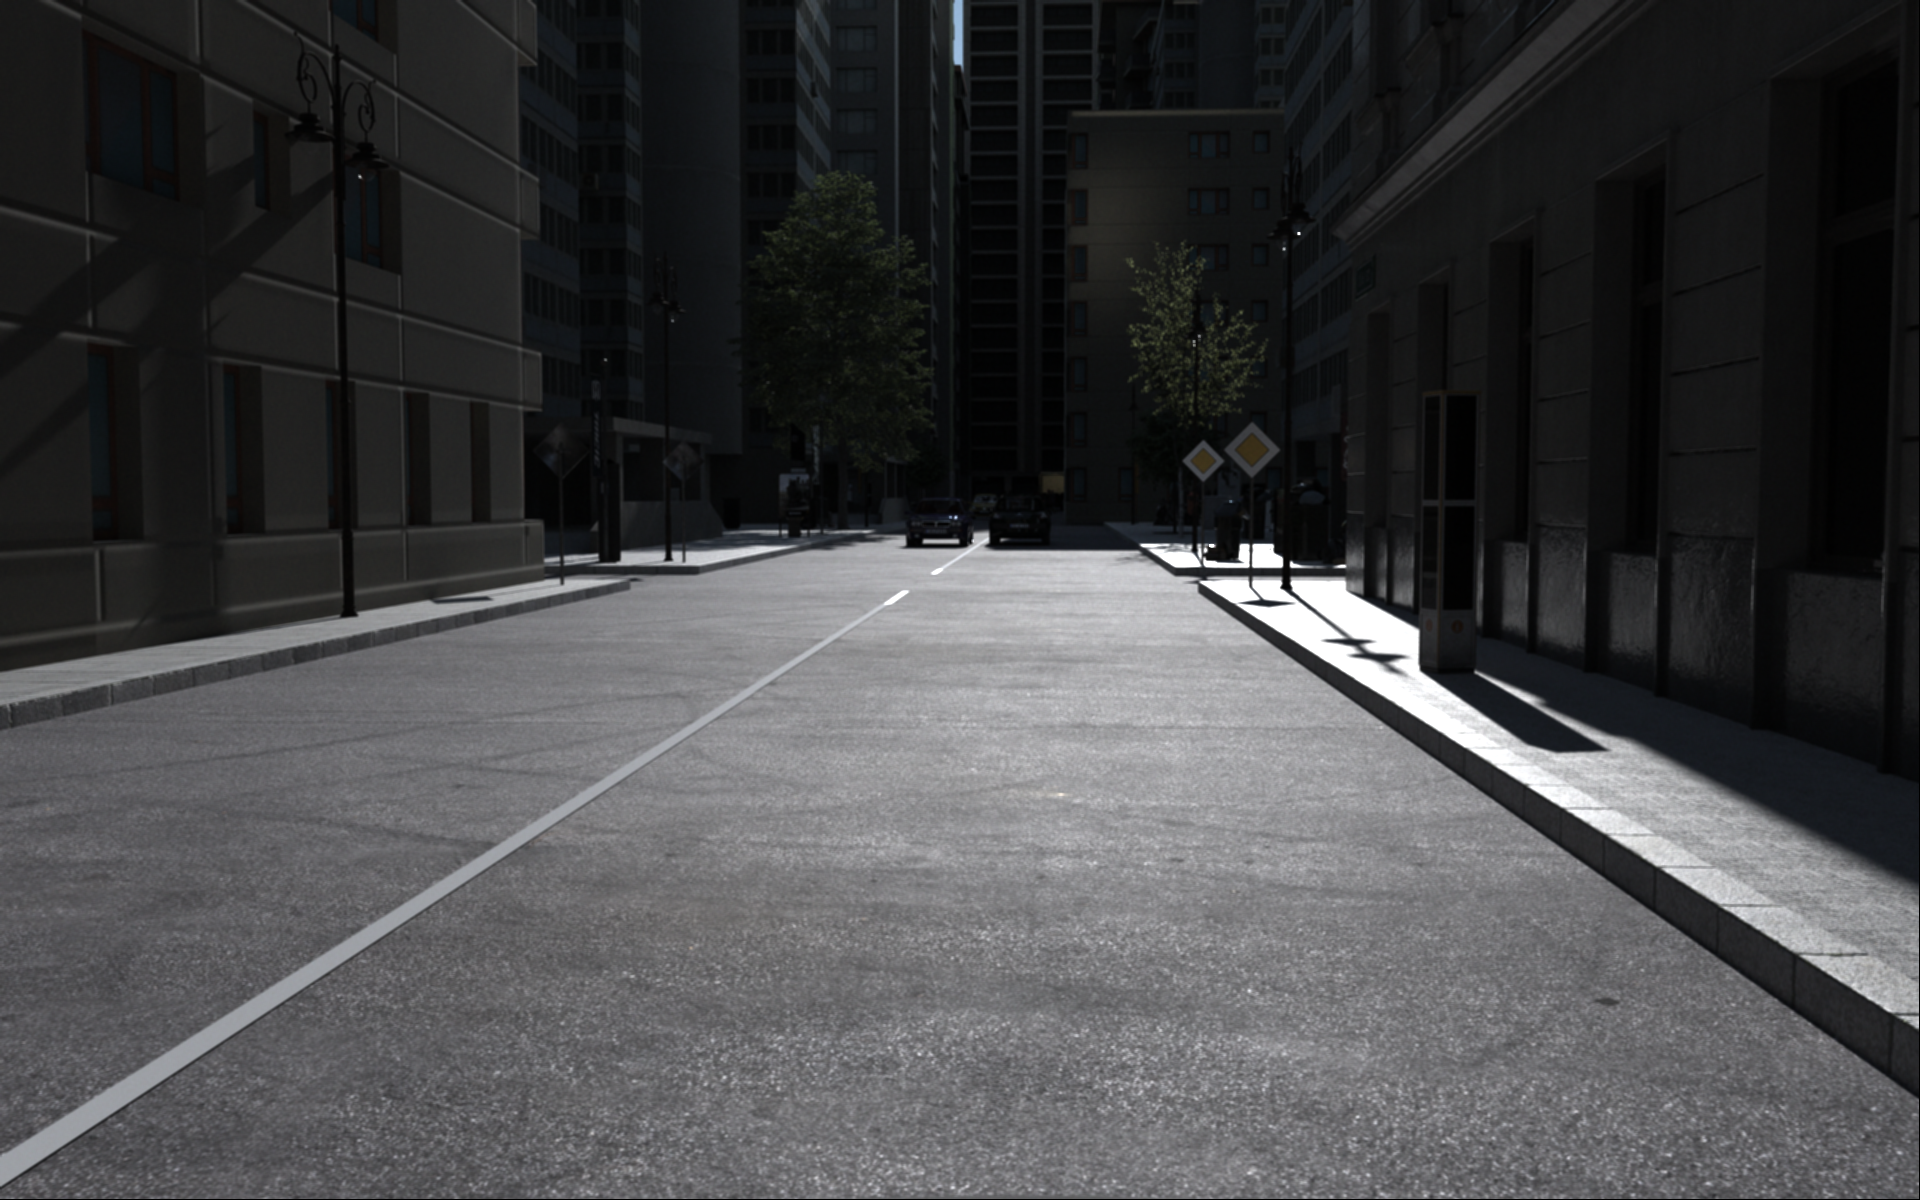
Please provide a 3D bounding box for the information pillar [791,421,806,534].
[{"bbox_3d":[-5.201,-3.926,55.549,0.504,3.616,0.183,1,4,16],"label":"information pillar"}]

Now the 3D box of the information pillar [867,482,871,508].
[{"bbox_3d":[-5.471,-6.129,104.708,0.304,2.012,0.304,0,4,-5],"label":"information pillar"}]

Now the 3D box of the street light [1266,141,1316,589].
[{"bbox_3d":[4.406,-3.084,23.212,0.468,5.910,1.993,0,4,3],"label":"street light"}]

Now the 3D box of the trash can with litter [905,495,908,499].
[{"bbox_3d":[-3.047,-5.729,104.721,2.233,1.210,1.678,1,4,20],"label":"trash can with litter"}]

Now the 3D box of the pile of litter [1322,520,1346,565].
[{"bbox_3d":[7.425,-1.099,31.928,1.719,0.858,1.176,-1,4,-10],"label":"pile of litter"}]

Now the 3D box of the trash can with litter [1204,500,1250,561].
[{"bbox_3d":[5.168,-1.364,33.696,0.624,1.170,1.055,2,4,31],"label":"trash can with litter"}]

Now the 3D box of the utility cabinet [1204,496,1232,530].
[{"bbox_3d":[9.188,-3.106,61.948,1.020,1.237,0.306,3,4,36],"label":"utility cabinet"}]

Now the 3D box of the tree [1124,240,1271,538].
[{"bbox_3d":[6.523,-6.093,49.981,4.360,8.622,3.978,0,3,0],"label":"tree"}]

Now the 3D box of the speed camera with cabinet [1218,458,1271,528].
[{"bbox_3d":[10.721,-4.338,65.258,2.038,3.252,0.660,-1,4,-23],"label":"speed camera with cabinet"}]

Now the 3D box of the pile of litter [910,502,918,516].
[{"bbox_3d":[-2.395,-5.231,99.493,1.719,0.858,1.176,-3,5,-43],"label":"pile of litter"}]

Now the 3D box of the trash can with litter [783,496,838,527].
[{"bbox_3d":[-5.689,-3.419,66.961,2.233,1.210,1.678,0,4,6],"label":"trash can with litter"}]

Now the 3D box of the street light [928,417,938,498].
[{"bbox_3d":[-1.602,-7.910,102.124,0.468,5.910,1.993,0,4,3],"label":"street light"}]

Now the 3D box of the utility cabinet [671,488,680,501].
[{"bbox_3d":[-11.248,-3.631,68.045,1.173,1.500,0.318,1,4,20],"label":"utility cabinet"}]

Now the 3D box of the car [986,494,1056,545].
[{"bbox_3d":[1.739,-2.443,49.737,2.009,1.686,4.222,0,4,3],"label":"car"}]

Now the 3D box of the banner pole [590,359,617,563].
[{"bbox_3d":[-6.645,-2.567,31.992,0.401,3.779,0.863,1,4,10],"label":"banner pole"}]

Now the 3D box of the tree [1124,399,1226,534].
[{"bbox_3d":[6.987,-4.441,56.320,4.285,4.588,4.351,0,3,0],"label":"tree"}]

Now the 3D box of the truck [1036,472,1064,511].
[{"bbox_3d":[8.188,-9.410,149.779,3.469,3.379,9.791,0,4,4],"label":"truck"}]

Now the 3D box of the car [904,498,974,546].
[{"bbox_3d":[-0.548,-2.205,48.638,1.945,1.354,3.894,0,4,3],"label":"car"}]

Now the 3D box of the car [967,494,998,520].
[{"bbox_3d":[1.455,-5.347,97.648,2.015,1.641,3.980,0,4,3],"label":"car"}]

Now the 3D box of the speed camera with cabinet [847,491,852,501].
[{"bbox_3d":[-6.826,-6.019,92.745,2.038,3.252,0.660,0,4,5],"label":"speed camera with cabinet"}]

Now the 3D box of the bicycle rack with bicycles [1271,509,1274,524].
[{"bbox_3d":[12.823,-3.789,75.325,2.852,0.926,2.925,-2,4,-29],"label":"bicycle rack with bicycles"}]

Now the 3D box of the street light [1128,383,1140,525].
[{"bbox_3d":[7.227,-6.083,72.244,0.468,5.910,1.993,0,4,3],"label":"street light"}]

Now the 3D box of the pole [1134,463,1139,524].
[{"bbox_3d":[7.674,-4.975,75.179,0.158,3.312,0.155,0,3,0],"label":"pole"}]

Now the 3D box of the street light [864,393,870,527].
[{"bbox_3d":[-3.641,-5.782,67.317,0.468,5.910,1.993,0,4,3],"label":"street light"}]

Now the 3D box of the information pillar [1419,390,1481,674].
[{"bbox_3d":[3.518,-0.487,12.455,0.304,2.012,0.304,-1,4,-12],"label":"information pillar"}]

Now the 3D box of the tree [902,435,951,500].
[{"bbox_3d":[-2.197,-6.884,96.259,4.285,4.588,4.351,0,3,0],"label":"tree"}]

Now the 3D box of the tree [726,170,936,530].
[{"bbox_3d":[-4.599,-8.775,61.604,7.486,12.596,7.792,0,3,0],"label":"tree"}]

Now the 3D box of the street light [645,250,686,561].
[{"bbox_3d":[-5.593,-3.687,33.064,0.468,5.910,1.993,0,4,3],"label":"street light"}]

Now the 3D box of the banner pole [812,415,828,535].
[{"bbox_3d":[-4.490,-3.968,54.891,0.401,3.779,0.863,-2,4,-32],"label":"banner pole"}]

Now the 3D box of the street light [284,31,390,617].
[{"bbox_3d":[-6.398,-2.763,17.967,0.468,5.910,1.993,0,4,3],"label":"street light"}]

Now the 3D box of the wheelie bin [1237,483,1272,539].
[{"bbox_3d":[8.371,-2.523,49.157,0.980,1.594,0.693,0,4,3],"label":"wheelie bin"}]

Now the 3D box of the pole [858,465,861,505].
[{"bbox_3d":[-5.618,-6.309,96.999,0.158,3.312,0.155,0,3,0],"label":"pole"}]

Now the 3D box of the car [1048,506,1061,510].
[{"bbox_3d":[8.709,-9.272,161.813,2.015,1.641,3.980,0,4,3],"label":"car"}]

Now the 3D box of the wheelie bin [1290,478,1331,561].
[{"bbox_3d":[6.711,-1.559,33.403,0.693,1.594,0.980,-2,4,-26],"label":"wheelie bin"}]
